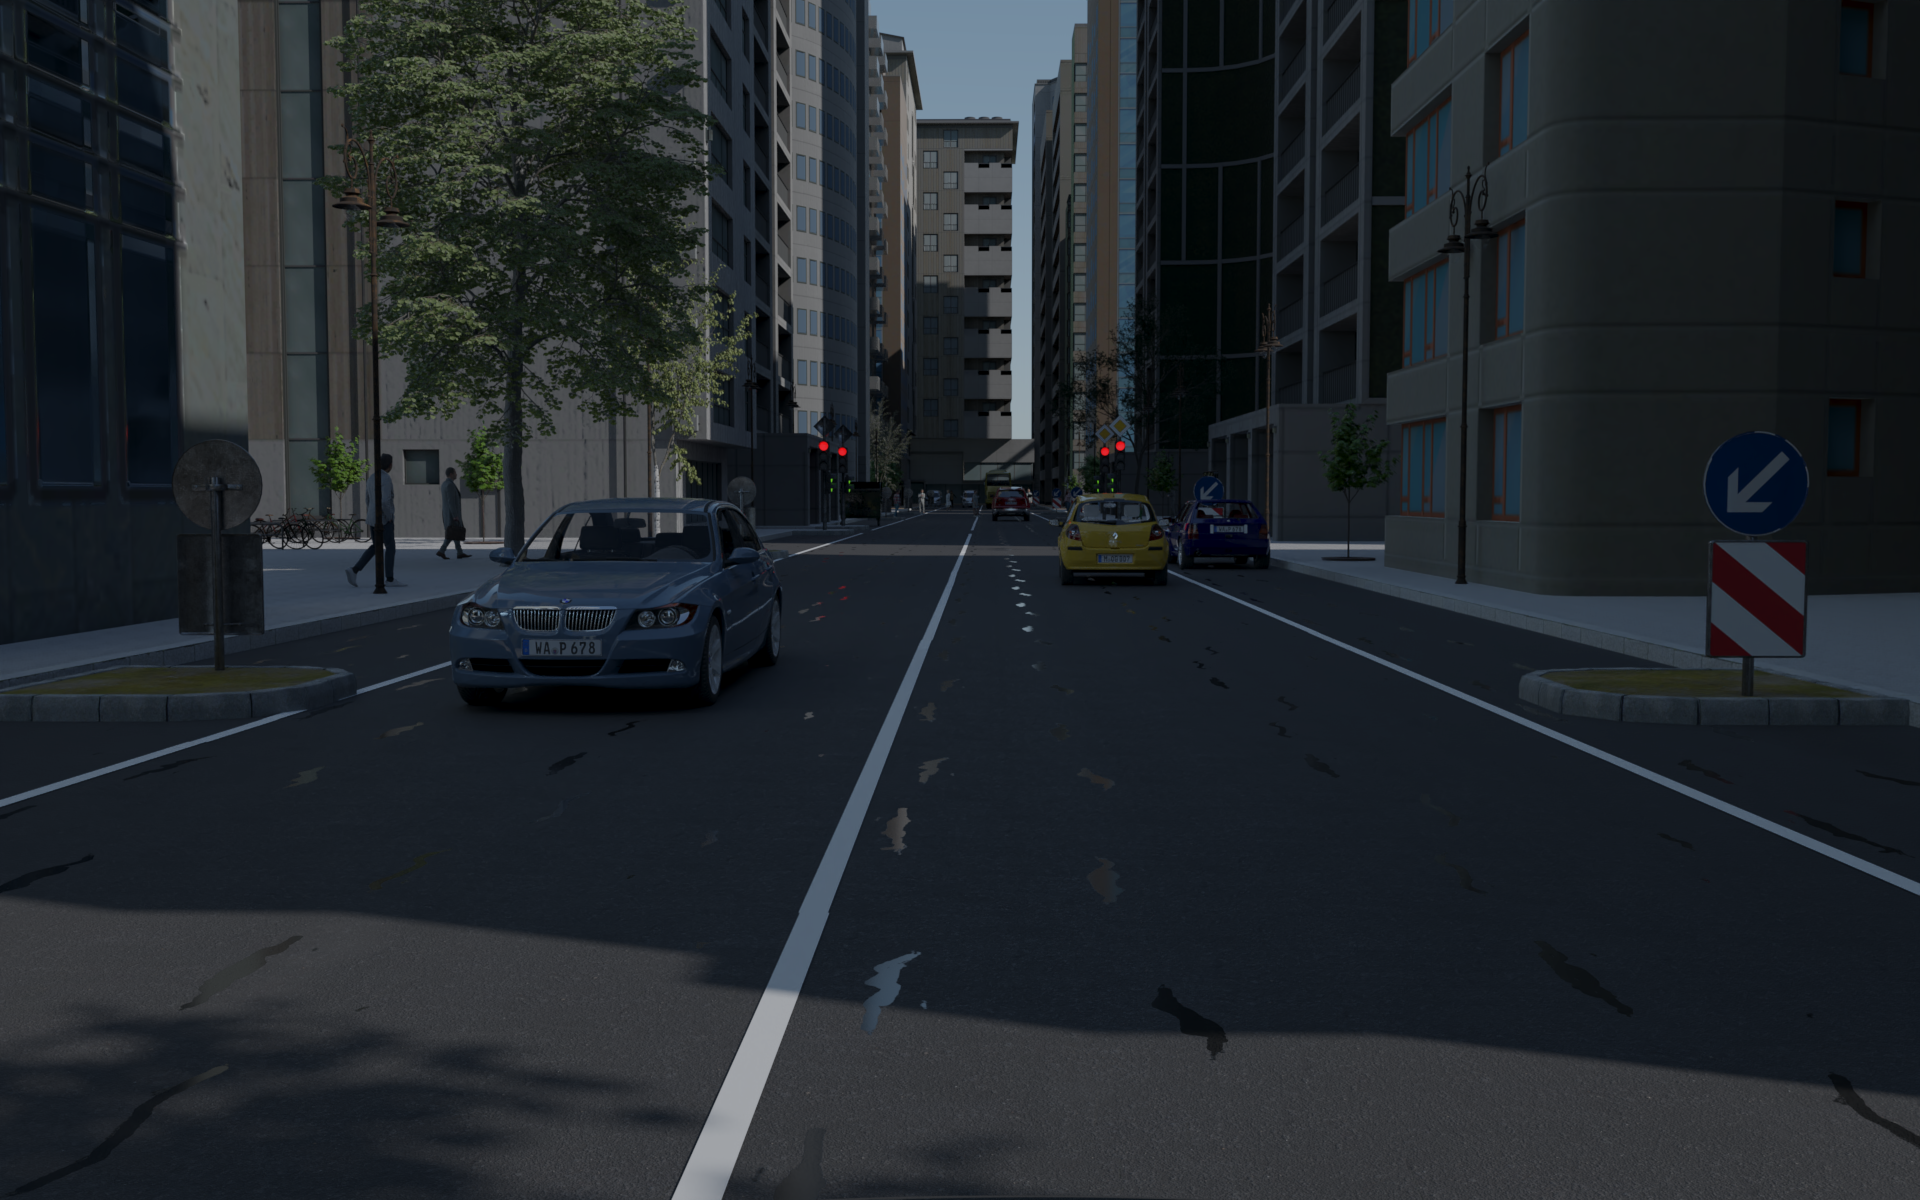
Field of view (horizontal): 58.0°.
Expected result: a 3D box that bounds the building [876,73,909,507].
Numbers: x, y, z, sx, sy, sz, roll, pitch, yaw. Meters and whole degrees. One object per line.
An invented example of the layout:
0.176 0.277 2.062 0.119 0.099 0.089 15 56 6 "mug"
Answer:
-12.795 -32.564 182.538 14.600 45.320 14.200 0 4 1 "building"

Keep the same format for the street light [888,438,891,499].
-5.696 -10.267 140.648 0.468 5.910 1.993 0 4 1 "street light"

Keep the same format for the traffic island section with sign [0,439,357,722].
-5.299 -0.197 11.853 1.989 1.847 2.006 0 4 1 "traffic island section with sign"

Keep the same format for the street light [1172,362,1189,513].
7.731 -5.387 60.861 0.468 5.910 1.993 0 4 1 "street light"

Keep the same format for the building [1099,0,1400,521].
19.354 -40.628 102.516 20.563 71.187 20.611 0 4 1 "building"

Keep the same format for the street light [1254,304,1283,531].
7.498 -4.246 42.207 0.468 5.910 1.993 0 4 1 "street light"

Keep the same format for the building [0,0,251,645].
-17.465 -42.147 1.780 22.319 86.520 31.000 0 4 1 "building"

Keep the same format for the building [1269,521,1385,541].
18.895 -37.371 49.274 20.563 71.187 20.611 0 4 1 "building"

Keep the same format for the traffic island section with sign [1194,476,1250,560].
5.345 -1.835 38.637 1.989 1.847 2.006 0 4 1 "traffic island section with sign"

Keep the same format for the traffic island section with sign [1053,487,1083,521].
6.208 -5.235 94.220 1.989 1.847 2.006 0 4 1 "traffic island section with sign"

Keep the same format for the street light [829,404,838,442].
-6.452 -7.017 87.518 0.468 5.910 1.993 0 4 1 "street light"

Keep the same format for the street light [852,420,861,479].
-6.318 -8.116 105.480 0.468 5.910 1.993 0 4 1 "street light"

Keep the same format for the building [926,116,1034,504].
-3.648 -39.908 241.733 27.495 52.752 28.713 0 4 1 "building"

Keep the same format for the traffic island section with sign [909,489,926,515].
-3.576 -6.936 122.033 1.989 1.847 2.006 0 4 1 "traffic island section with sign"

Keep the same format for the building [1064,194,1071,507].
17.177 -24.296 168.936 14.160 30.474 14.107 0 4 1 "building"

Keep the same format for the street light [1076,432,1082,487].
8.648 -9.354 125.731 0.468 5.910 1.993 0 4 1 "street light"

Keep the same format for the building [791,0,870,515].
-17.253 -34.773 110.538 21.231 58.520 28.212 0 4 1 "building"

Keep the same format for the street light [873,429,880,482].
-5.925 -9.191 123.063 0.468 5.910 1.993 0 4 1 "street light"

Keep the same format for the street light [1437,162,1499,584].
7.162 -3.167 24.565 0.468 5.910 1.993 0 4 1 "street light"

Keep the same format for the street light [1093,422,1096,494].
8.392 -8.267 107.953 0.468 5.910 1.993 0 4 1 "street light"

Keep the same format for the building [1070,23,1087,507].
16.826 -28.804 154.541 14.154 41.232 14.086 0 4 1 "building"

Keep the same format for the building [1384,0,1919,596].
21.110 -10.418 15.371 27.650 21.520 28.899 0 4 1 "building"

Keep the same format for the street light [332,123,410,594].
-7.472 -3.019 22.142 0.468 5.910 1.993 0 4 1 "street light"

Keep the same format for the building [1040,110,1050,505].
20.644 -35.808 209.165 21.300 48.544 21.600 0 4 1 "building"

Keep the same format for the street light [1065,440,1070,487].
8.993 -10.481 144.146 0.468 5.910 1.993 0 4 1 "street light"

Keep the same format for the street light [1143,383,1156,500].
7.872 -6.091 72.382 0.468 5.910 1.993 0 4 1 "street light"

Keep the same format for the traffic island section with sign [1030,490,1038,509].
7.411 -9.971 171.649 1.989 1.847 2.006 0 4 1 "traffic island section with sign"

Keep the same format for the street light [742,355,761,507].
-6.911 -5.185 57.569 0.468 5.910 1.993 0 4 1 "street light"

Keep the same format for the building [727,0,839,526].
-16.142 -39.115 77.779 20.563 71.187 20.611 0 4 1 "building"

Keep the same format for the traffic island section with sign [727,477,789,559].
-4.886 -1.846 38.805 1.989 1.847 2.006 0 4 1 "traffic island section with sign"

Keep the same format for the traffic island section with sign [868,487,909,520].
-4.003 -5.282 94.988 1.989 1.847 2.006 0 4 1 "traffic island section with sign"

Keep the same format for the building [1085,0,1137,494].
16.951 -29.483 132.159 14.600 45.320 14.200 0 4 1 "building"

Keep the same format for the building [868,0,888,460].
-18.224 -33.063 160.188 23.786 49.044 30.456 0 4 1 "building"

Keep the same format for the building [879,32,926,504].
-18.645 -37.717 205.904 27.495 52.752 28.713 0 4 1 "building"

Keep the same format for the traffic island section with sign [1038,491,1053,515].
6.630 -6.885 121.196 1.989 1.847 2.006 0 4 1 "traffic island section with sign"

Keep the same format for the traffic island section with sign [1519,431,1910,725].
4.917 -0.187 11.685 1.989 1.847 2.006 0 4 1 "traffic island section with sign"

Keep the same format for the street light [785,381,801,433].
-6.727 -5.942 69.933 0.468 5.910 1.993 0 4 1 "street light"

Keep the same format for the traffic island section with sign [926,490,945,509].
-2.790 -10.018 172.430 1.989 1.847 2.006 0 4 1 "traffic island section with sign"

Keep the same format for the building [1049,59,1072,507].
20.934 -34.400 186.149 21.300 48.544 21.600 0 4 1 "building"

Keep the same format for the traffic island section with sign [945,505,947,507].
-2.365 -11.720 200.244 1.989 1.847 2.006 0 4 1 "traffic island section with sign"

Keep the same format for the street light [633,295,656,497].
-7.180 -4.110 39.984 0.468 5.910 1.993 0 4 1 "street light"

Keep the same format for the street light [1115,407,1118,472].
8.144 -7.173 90.064 0.468 5.910 1.993 0 4 1 "street light"

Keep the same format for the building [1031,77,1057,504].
24.148 -42.545 237.614 28.212 58.520 21.231 0 4 1 "building"
